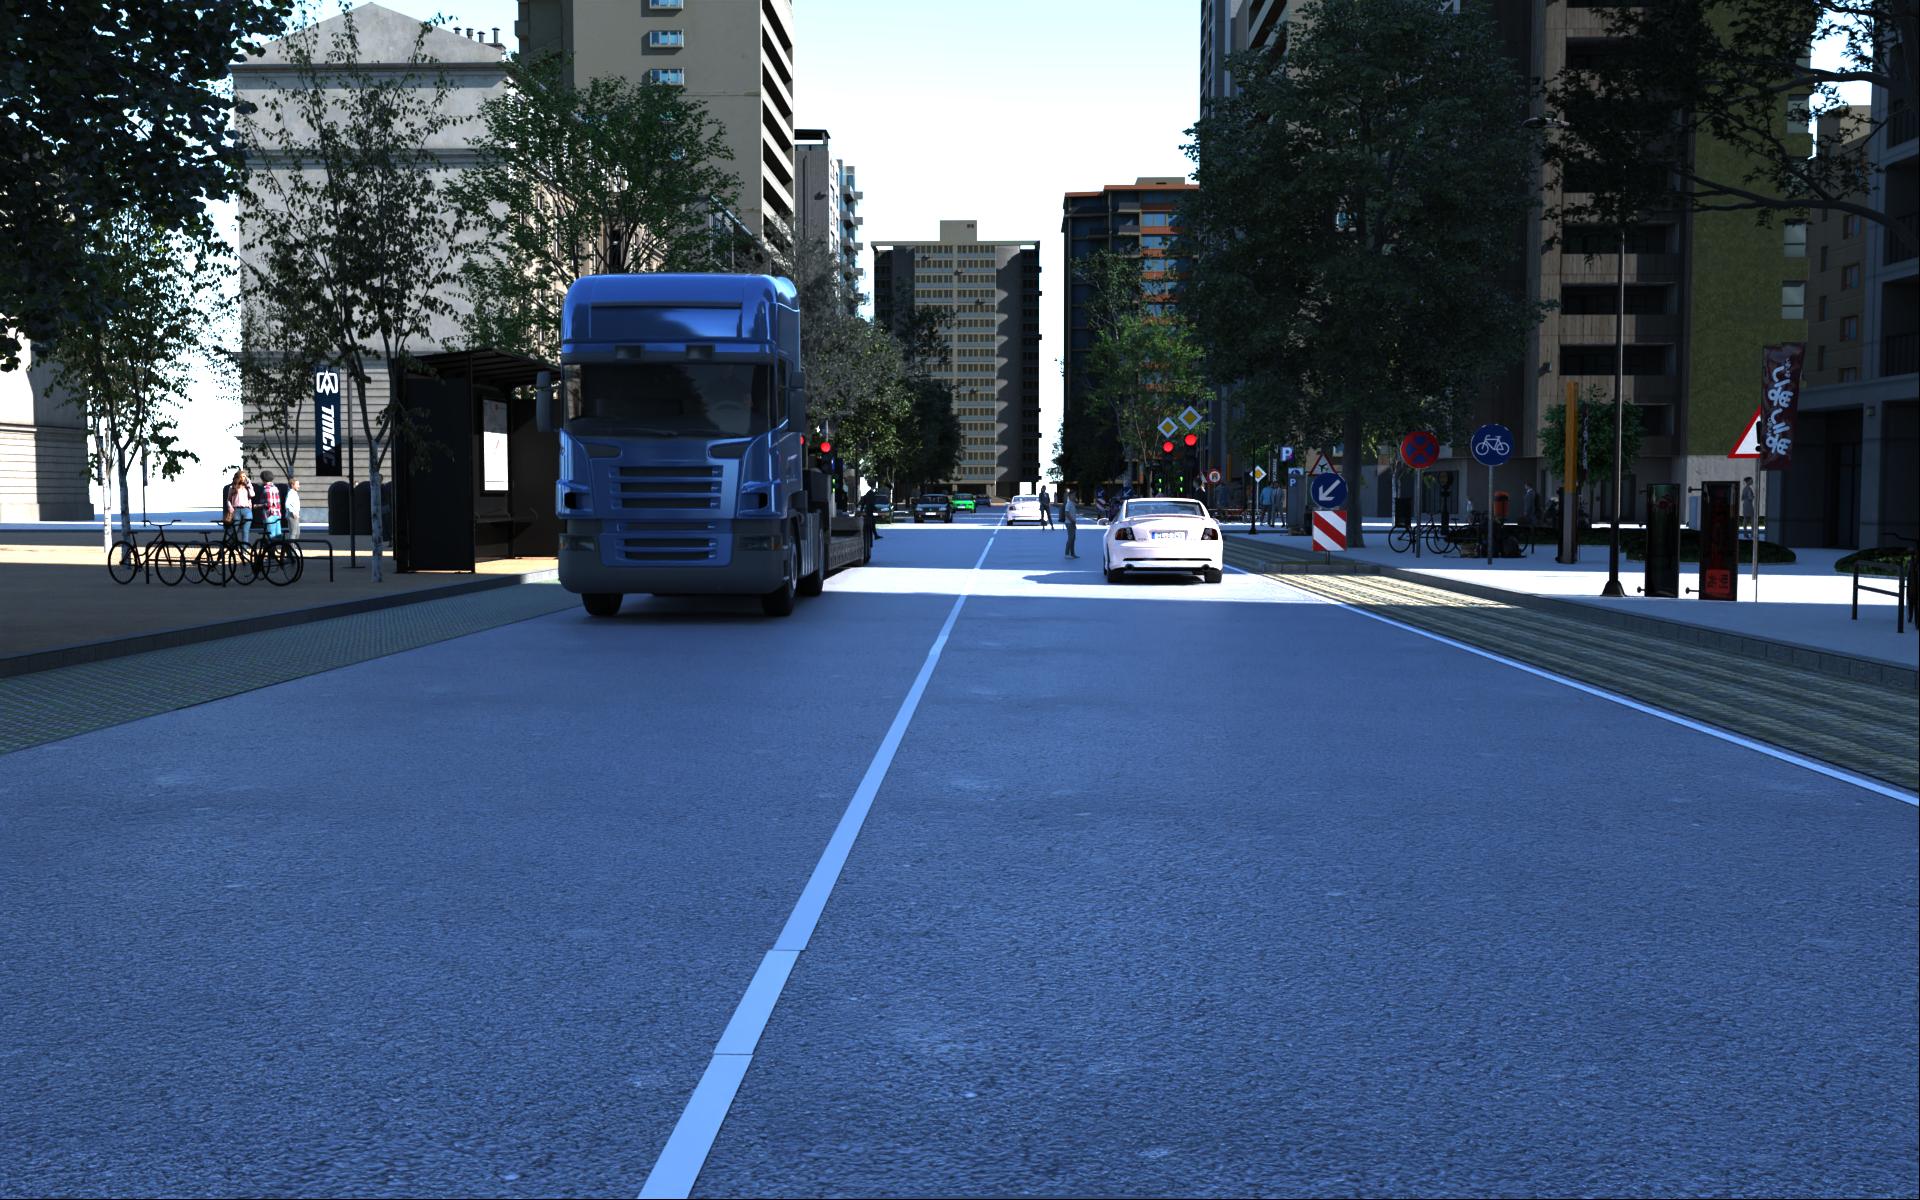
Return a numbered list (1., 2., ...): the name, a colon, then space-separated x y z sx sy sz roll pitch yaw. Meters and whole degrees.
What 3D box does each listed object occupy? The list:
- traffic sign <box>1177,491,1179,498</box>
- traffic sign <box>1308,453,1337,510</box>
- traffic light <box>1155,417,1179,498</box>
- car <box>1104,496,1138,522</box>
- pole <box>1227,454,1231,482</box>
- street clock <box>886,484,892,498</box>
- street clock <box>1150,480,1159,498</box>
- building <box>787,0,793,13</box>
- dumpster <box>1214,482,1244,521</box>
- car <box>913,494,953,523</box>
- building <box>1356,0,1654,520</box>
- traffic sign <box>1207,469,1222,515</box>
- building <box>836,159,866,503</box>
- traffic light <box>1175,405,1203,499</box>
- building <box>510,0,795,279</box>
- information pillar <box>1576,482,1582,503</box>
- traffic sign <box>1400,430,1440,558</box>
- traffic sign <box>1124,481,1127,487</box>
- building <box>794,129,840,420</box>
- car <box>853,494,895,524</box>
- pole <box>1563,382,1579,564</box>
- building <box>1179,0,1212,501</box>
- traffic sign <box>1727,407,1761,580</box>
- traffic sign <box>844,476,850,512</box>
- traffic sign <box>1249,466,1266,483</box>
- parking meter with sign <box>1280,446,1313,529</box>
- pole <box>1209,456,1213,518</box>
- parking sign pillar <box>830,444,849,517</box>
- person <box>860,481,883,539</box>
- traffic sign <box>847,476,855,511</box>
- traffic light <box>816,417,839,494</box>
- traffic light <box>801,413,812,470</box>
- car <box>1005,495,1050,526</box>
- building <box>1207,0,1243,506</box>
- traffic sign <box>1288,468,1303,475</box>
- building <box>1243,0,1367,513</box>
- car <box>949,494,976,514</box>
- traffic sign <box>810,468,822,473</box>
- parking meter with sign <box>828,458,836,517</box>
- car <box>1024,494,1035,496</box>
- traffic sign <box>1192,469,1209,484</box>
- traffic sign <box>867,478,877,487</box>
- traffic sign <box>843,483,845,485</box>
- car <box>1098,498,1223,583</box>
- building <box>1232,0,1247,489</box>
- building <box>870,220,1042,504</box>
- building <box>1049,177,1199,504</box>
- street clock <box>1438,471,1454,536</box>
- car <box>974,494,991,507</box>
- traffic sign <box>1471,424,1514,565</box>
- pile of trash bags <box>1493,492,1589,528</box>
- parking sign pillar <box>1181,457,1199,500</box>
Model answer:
1. traffic sign: 11.788 -5.720 93.624 0.768 2.556 0.104 1 4 11
2. traffic sign: 10.833 -3.163 51.720 0.884 2.594 0.081 0 4 6
3. traffic light: 7.507 -4.523 62.869 0.839 4.253 0.868 0 4 2
4. car: 7.969 -4.370 84.032 1.945 1.354 3.894 0 4 2
5. pole: 13.733 -5.784 88.410 0.158 3.312 0.155 0 3 0
6. street clock: -4.963 -7.158 121.605 0.358 2.002 0.471 -2 4 -28
7. street clock: 10.396 -5.368 92.330 0.471 2.002 0.358 -1 4 -13
8. building: -24.924 -44.774 170.302 20.563 71.187 20.611 0 4 2
9. dumpster: 12.843 -4.693 82.488 1.264 1.857 1.865 0 4 2
10. car: -1.305 -4.655 85.903 2.009 1.686 4.222 0 4 3
11. building: 30.104 -20.118 100.634 14.160 30.474 14.107 0 4 2
12. traffic sign: 13.033 -5.416 88.661 0.768 2.556 0.104 1 4 8
13. building: -28.443 -38.253 245.040 30.456 49.044 23.786 0 4 2
14. traffic light: 7.255 -4.035 54.888 0.839 4.253 0.868 0 4 2
15. building: -26.192 -32.159 149.498 21.300 48.544 21.600 0 4 2
16. information pillar: 23.030 -3.684 64.729 0.304 2.012 0.304 -2 4 -33
17. traffic sign: 9.221 -2.121 34.785 0.768 2.556 0.104 1 4 9
18. traffic sign: 12.931 -8.050 133.740 0.606 2.300 0.079 1 4 9
19. building: -20.893 -31.355 196.252 14.086 41.232 14.154 0 4 2
20. car: -4.119 -4.529 83.835 2.009 1.686 4.222 0 4 1
21. pole: 11.157 -2.311 31.634 0.158 3.312 0.155 0 3 0
22. building: 35.414 -46.020 190.683 20.563 71.187 20.611 0 4 2
23. traffic sign: 11.869 -1.578 25.802 0.884 2.594 0.081 0 4 8
24. traffic sign: -7.726 -7.419 121.414 0.768 2.556 0.104 0 4 7
25. traffic sign: 13.599 -4.848 79.000 0.795 2.593 0.064 1 4 9
26. parking meter with sign: 12.506 -4.151 64.123 0.543 3.016 1.738 3 4 38
27. pole: 13.541 -6.090 93.414 0.158 3.312 0.155 0 3 0
28. parking sign pillar: -6.666 -6.394 93.008 1.447 3.967 1.447 -1 4 -18
29. person: -2.754 -2.822 54.425 0.755 1.850 0.659 -1 4 -13
30. traffic sign: -7.527 -7.363 120.498 0.768 2.556 0.104 1 4 11
31. traffic light: -4.849 -4.546 63.241 0.839 4.253 0.868 0 4 2
32. traffic light: -5.100 -4.057 55.260 0.839 4.253 0.868 0 4 2
33. car: 3.074 -4.095 79.323 2.083 1.381 4.827 0 4 2
34. building: 34.708 -38.209 166.714 21.231 58.520 28.212 0 4 2
35. traffic sign: 13.122 -4.015 67.778 0.606 2.300 0.079 1 4 8
36. building: 32.829 -30.710 125.816 21.300 48.544 21.600 0 4 2
37. car: 0.220 -7.258 127.468 1.959 1.807 4.718 0 4 3
38. traffic sign: -7.044 -5.123 83.863 0.768 2.556 0.104 0 4 2
39. parking meter with sign: -6.288 -5.364 83.962 0.543 3.016 1.738 0 4 1
40. car: 7.915 -11.488 198.059 2.015 1.641 3.980 0 4 1
41. traffic sign: 12.461 -5.481 89.623 0.884 2.594 0.081 0 4 7
42. traffic sign: -6.750 -8.093 132.432 0.768 2.556 0.104 0 4 6
43. traffic sign: -6.984 -6.004 98.162 0.884 2.594 0.081 0 4 3
44. car: 3.378 -1.033 29.259 2.083 1.381 4.827 0 4 3
45. building: 30.911 -30.333 146.059 14.600 45.320 14.200 0 4 2
46. building: -0.267 -34.033 248.316 23.993 40.220 32.217 0 4 2
47. building: 27.019 -35.918 241.887 28.867 44.769 22.147 0 4 2
48. street clock: 15.001 -2.994 53.524 0.358 2.002 0.471 -1 4 -23
49. car: 2.512 -11.041 192.528 2.014 1.417 4.499 0 4 3
50. traffic sign: 9.652 -1.918 31.471 0.768 2.556 0.104 0 4 7
51. pile of trash bags: 21.110 -3.263 63.101 3.447 1.369 1.912 0 4 -2
52. parking sign pillar: 12.231 -6.341 92.140 1.447 3.967 1.447 -1 4 -19
